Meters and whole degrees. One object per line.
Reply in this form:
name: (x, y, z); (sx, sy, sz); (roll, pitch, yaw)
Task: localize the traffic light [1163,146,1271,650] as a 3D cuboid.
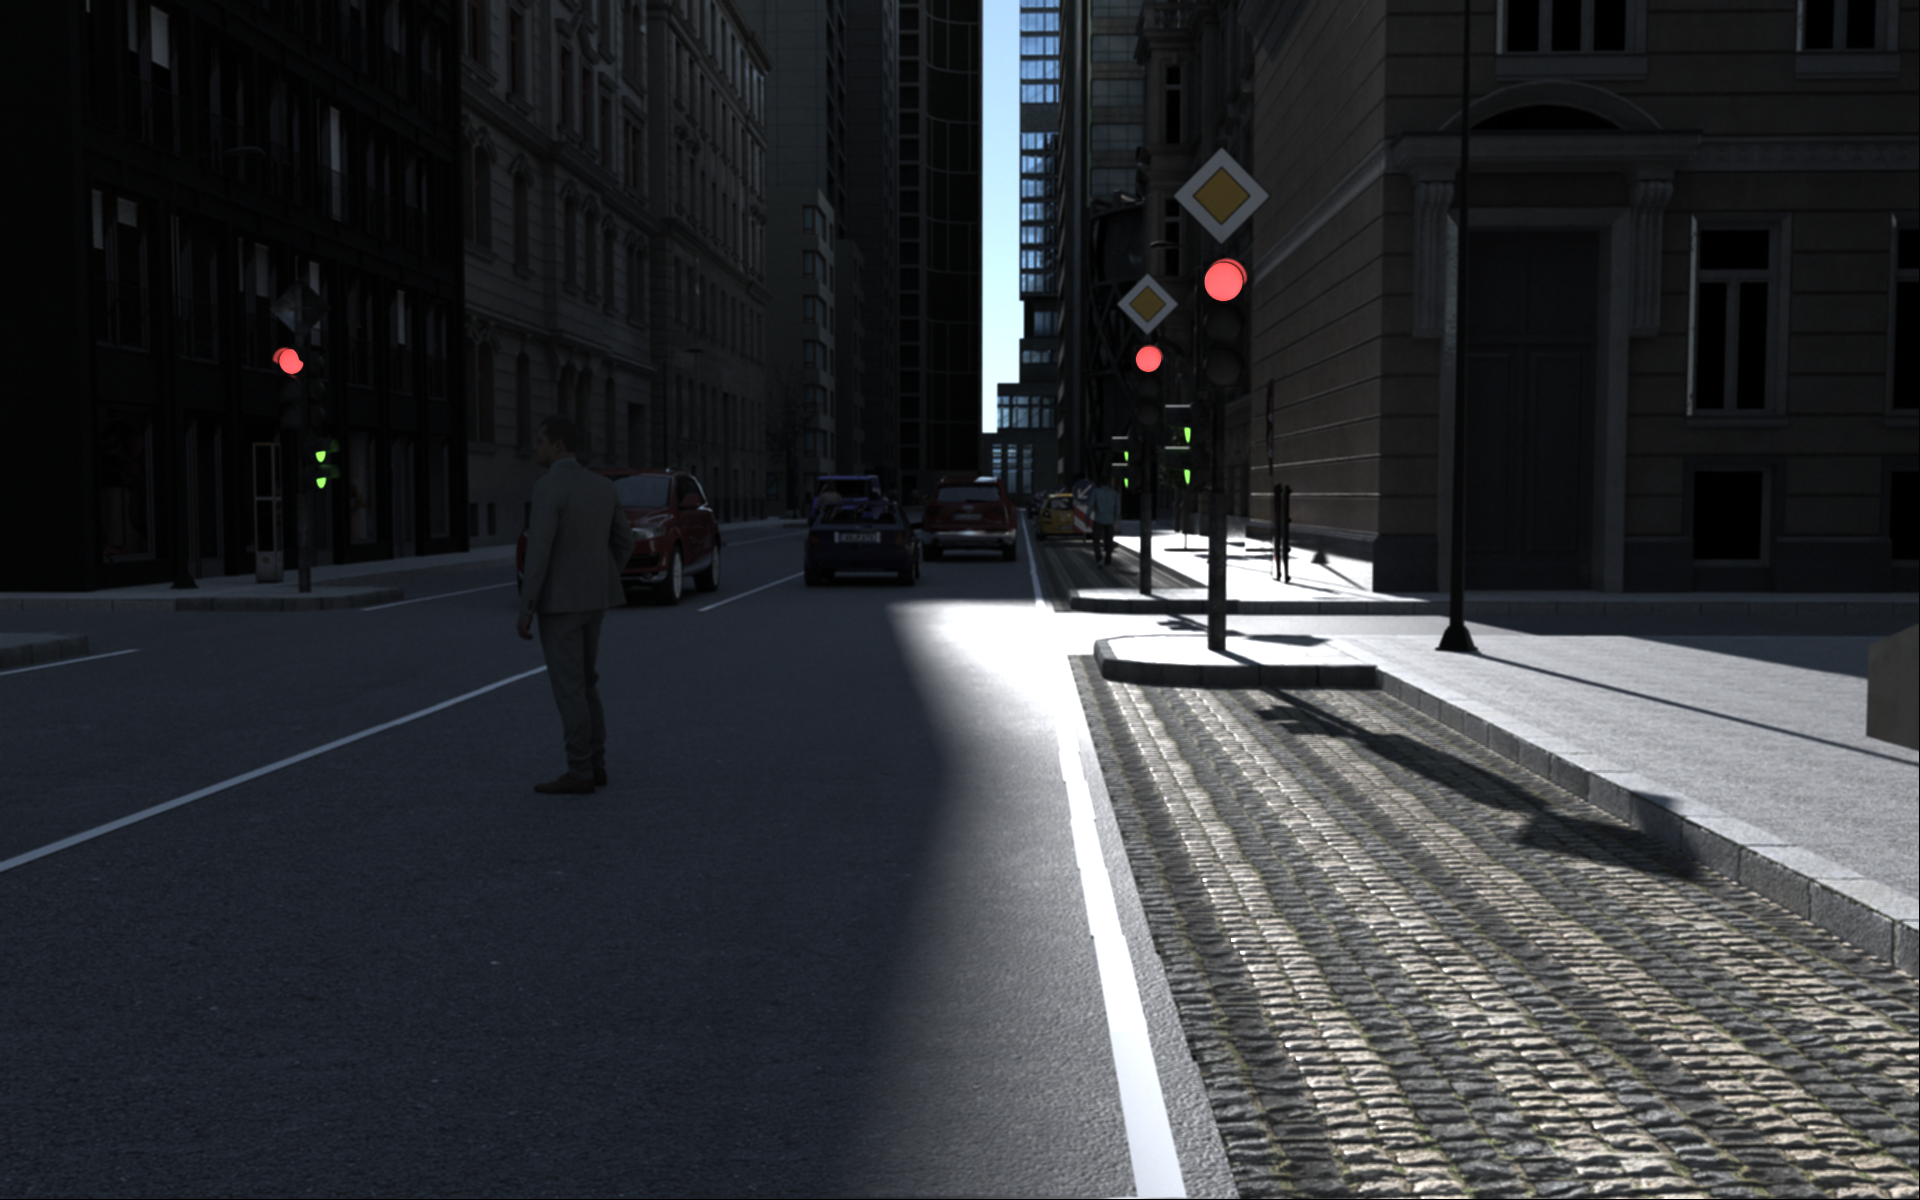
traffic light: (2.099, -1.544, 14.173); (0.839, 4.253, 0.868); (0, 4, 2)

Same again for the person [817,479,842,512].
person: (-2.617, -1.642, 35.944); (0.593, 1.750, 0.643); (-2, 4, -28)

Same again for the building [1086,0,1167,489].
building: (14.790, -25.875, 106.649); (14.154, 41.232, 14.086); (0, 4, 2)

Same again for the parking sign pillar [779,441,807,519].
parking sign pillar: (-8.613, -6.153, 89.080); (1.447, 3.967, 1.447); (0, 4, 5)

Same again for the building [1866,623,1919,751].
building: (20.668, -18.875, 0.492); (32.217, 40.220, 23.993); (0, 4, 2)

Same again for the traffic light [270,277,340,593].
traffic light: (-8.539, -2.054, 22.501); (0.839, 4.253, 0.868); (0, 4, 2)

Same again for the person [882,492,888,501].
person: (-3.541, -4.172, 79.316); (0.503, 1.515, 0.523); (-2, 4, -34)

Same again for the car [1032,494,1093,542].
car: (3.230, -2.628, 53.197); (2.015, 1.641, 3.980); (0, 4, 0)

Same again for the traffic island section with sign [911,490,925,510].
traffic island section with sign: (-3.912, -8.781, 152.192); (1.989, 1.847, 2.006); (0, 4, 2)

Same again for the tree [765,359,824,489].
tree: (-9.404, -8.697, 92.562); (4.360, 8.622, 3.978); (0, 3, 0)

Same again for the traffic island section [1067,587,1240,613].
traffic island section: (2.406, 0.001, 22.266); (2.009, 0.180, 2.903); (0, 4, 2)

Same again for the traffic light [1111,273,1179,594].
traffic light: (2.366, -2.033, 22.154); (0.839, 4.253, 0.868); (0, 4, 2)

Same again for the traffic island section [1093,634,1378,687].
traffic island section: (2.139, 0.489, 14.286); (2.009, 0.180, 2.903); (0, 4, 2)

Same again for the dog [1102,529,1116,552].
dog: (3.608, -1.605, 43.083); (0.513, 0.831, 0.800); (2, 4, 33)

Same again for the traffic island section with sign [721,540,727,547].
traffic island section with sign: (-7.429, -2.360, 47.216); (1.989, 1.847, 2.006); (0, 4, 2)

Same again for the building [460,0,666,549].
building: (-17.398, -16.048, 49.779); (14.401, 28.519, 23.554); (0, 4, 2)

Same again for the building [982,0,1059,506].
building: (18.216, -53.673, 190.232); (31.000, 86.520, 22.319); (0, 4, 2)

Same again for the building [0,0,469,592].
building: (-17.280, -12.250, 29.971); (12.332, 23.373, 15.834); (0, 4, 2)

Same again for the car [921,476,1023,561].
car: (0.251, -1.827, 38.550); (2.281, 1.827, 5.304); (0, 4, 2)

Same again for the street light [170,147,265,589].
street light: (-10.008, -3.108, 23.355); (1.470, 5.913, 1.316); (0, 4, 2)

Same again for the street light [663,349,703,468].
street light: (-8.900, -5.070, 55.443); (1.470, 5.913, 1.316); (0, 4, 2)

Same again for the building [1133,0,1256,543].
building: (13.004, -14.526, 56.591); (14.460, 24.649, 34.723); (0, 4, 2)

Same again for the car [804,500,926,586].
car: (-1.550, -0.964, 28.336); (1.945, 1.354, 3.894); (0, 4, 1)

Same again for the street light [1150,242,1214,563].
street light: (4.200, -3.638, 32.027); (1.470, 5.913, 1.316); (0, 4, 2)

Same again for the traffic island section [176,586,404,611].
traffic island section: (-8.579, -0.022, 22.637); (2.009, 0.180, 2.903); (0, 4, 2)

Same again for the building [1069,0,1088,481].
building: (15.109, -28.811, 121.170); (14.600, 45.320, 14.200); (0, 4, 2)

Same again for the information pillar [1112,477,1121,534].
information pillar: (5.003, -3.117, 55.459); (0.304, 2.012, 0.304); (0, 4, 3)

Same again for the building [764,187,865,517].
building: (-21.299, -16.372, 112.730); (27.650, 21.520, 28.899); (0, 4, 2)

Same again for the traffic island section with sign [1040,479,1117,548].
traffic island section with sign: (3.245, -2.345, 46.972); (1.989, 1.847, 2.006); (0, 4, 2)

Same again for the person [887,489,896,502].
person: (-4.273, -5.986, 106.824); (0.568, 1.767, 0.683); (3, 4, 38)

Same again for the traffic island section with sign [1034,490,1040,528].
traffic island section with sign: (4.139, -3.993, 73.912); (1.989, 1.847, 2.006); (0, 4, 2)

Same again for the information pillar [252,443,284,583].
information pillar: (-9.983, -1.254, 24.997); (0.304, 2.012, 0.304); (0, 4, -3)

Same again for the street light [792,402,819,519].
street light: (-7.829, -7.033, 87.533); (1.470, 5.913, 1.316); (0, 4, 2)

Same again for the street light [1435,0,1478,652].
street light: (3.549, -2.543, 14.112); (1.470, 5.913, 1.316); (0, 4, 2)

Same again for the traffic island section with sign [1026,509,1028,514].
traffic island section with sign: (5.823, -7.054, 123.964); (1.989, 1.847, 2.006); (0, 4, 2)

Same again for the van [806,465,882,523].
van: (-3.603, -3.115, 55.313); (2.240, 2.365, 5.245); (0, 4, 2)

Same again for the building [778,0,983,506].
building: (-7.943, -46.021, 190.692); (20.611, 71.187, 20.563); (0, 4, 2)

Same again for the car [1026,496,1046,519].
car: (4.808, -5.390, 100.706); (1.945, 1.354, 3.894); (0, 4, 1)

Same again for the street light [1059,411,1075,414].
street light: (6.233, -7.625, 97.213); (1.470, 5.913, 1.316); (0, 4, 2)

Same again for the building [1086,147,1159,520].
building: (14.847, -13.526, 88.597); (16.820, 18.784, 16.811); (0, 4, 2)

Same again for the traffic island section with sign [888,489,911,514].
traffic island section with sign: (-4.815, -7.126, 125.142); (1.989, 1.847, 2.006); (0, 4, 2)

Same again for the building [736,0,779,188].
building: (-16.498, -44.220, 161.241); (20.611, 71.187, 20.563); (0, 4, 2)

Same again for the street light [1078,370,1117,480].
street light: (5.272, -5.642, 64.792); (1.470, 5.913, 1.316); (0, 4, 2)

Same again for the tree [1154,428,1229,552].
tree: (5.209, -2.710, 38.910); (1.663, 3.219, 1.824); (0, 3, 0)

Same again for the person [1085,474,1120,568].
person: (2.758, -1.519, 33.349); (0.660, 1.820, 0.620); (-1, 4, -10)

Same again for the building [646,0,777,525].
building: (-15.696, -16.937, 74.180); (12.463, 27.353, 25.104); (0, 4, 2)

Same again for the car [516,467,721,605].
car: (-4.610, -0.937, 23.986); (2.281, 1.827, 5.304); (0, 4, 1)

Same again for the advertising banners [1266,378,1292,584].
advertising banners: (4.694, -1.798, 25.581); (0.090, 3.025, 2.074); (0, 4, 2)

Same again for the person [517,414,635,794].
person: (-1.863, 0.016, 8.338); (0.391, 1.810, 0.635); (1, 4, 19)

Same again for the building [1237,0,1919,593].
building: (15.313, -14.784, 27.631); (20.117, 28.700, 13.634); (0, 4, 2)

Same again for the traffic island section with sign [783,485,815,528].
traffic island section with sign: (-6.516, -4.030, 74.510); (1.989, 1.847, 2.006); (0, 4, 2)

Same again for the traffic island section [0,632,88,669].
traffic island section: (-8.846, 0.466, 14.657); (2.009, 0.180, 2.903); (0, 4, 2)
